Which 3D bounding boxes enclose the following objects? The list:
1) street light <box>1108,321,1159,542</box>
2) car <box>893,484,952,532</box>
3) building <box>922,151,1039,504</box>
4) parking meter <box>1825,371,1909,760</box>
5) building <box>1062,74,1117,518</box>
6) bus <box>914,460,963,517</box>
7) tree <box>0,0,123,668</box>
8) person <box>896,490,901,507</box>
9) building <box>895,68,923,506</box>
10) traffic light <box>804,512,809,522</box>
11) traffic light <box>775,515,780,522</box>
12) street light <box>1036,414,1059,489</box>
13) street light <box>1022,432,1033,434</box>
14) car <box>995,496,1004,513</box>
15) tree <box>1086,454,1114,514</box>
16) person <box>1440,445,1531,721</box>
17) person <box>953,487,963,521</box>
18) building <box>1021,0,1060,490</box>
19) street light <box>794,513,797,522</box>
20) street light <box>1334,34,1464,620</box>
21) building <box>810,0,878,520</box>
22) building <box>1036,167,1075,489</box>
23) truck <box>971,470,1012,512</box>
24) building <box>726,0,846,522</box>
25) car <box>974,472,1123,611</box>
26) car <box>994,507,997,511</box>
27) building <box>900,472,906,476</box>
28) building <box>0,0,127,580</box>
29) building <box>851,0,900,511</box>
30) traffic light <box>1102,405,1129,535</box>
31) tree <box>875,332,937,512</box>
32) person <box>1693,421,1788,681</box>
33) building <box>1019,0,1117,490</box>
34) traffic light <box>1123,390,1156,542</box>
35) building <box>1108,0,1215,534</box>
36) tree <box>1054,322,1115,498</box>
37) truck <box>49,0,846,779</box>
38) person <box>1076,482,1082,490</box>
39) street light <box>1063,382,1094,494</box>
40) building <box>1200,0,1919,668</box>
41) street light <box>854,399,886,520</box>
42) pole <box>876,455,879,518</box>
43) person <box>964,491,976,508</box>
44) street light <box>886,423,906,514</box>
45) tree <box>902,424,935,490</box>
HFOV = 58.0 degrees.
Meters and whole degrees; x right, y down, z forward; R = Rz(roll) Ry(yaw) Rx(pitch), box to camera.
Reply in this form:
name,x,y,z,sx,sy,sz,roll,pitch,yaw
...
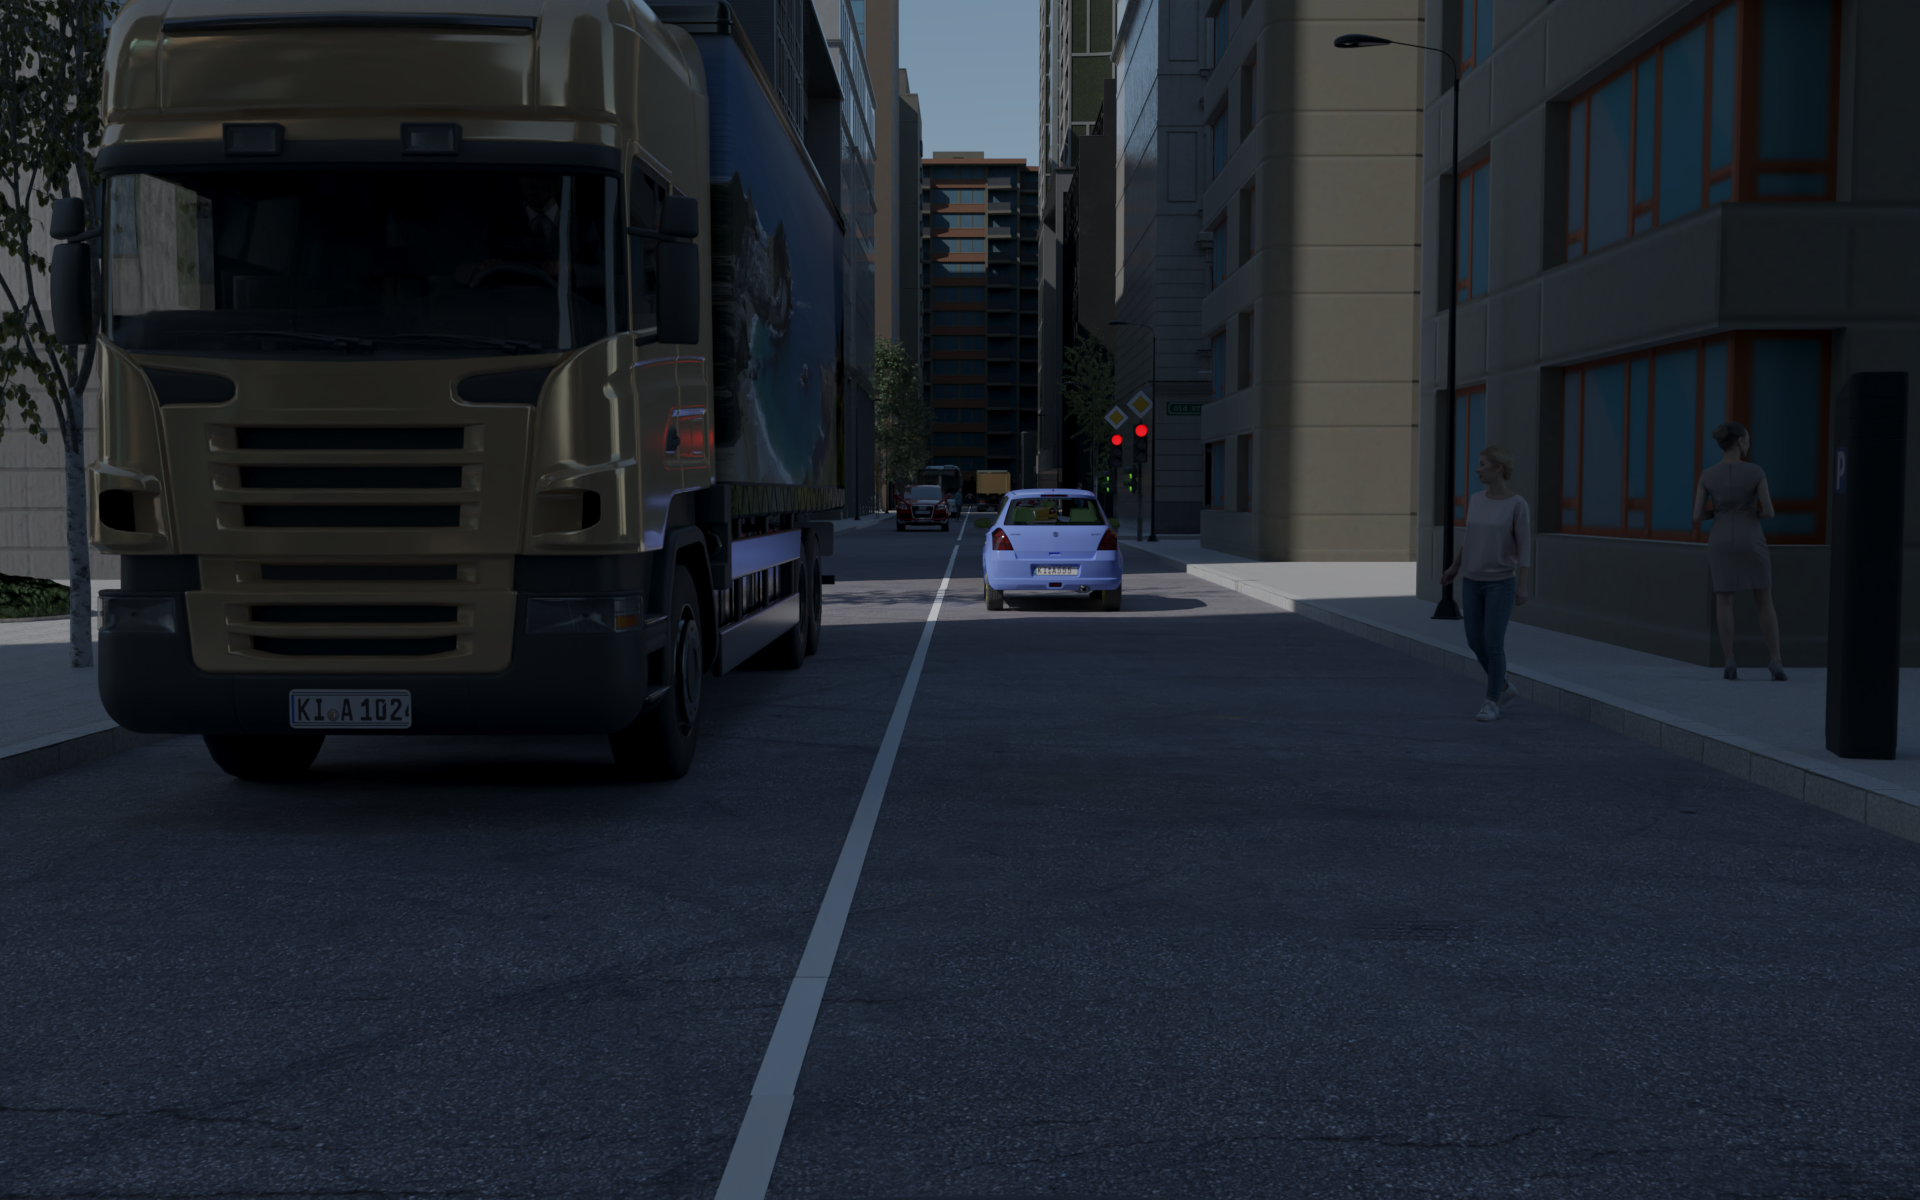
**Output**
name,x,y,z,sx,sy,sz,roll,pitch,yaw
street light,4.659,-4.525,46.530,1.470,5.913,1.316,0,4,0
car,-1.447,-3.615,67.781,2.281,1.827,5.304,0,4,-1
building,-0.871,-34.832,224.133,28.867,44.769,22.147,0,4,0
parking meter,4.444,-0.170,8.499,0.255,1.863,0.399,1,4,15
building,11.991,-16.032,91.793,12.332,23.373,15.834,0,4,0
bus,-1.220,-6.988,109.117,2.948,3.499,13.247,0,4,1
tree,-6.742,-3.801,12.504,4.360,8.622,3.978,0,3,0
person,-6.421,-10.467,177.911,1.217,1.736,0.721,2,4,34
building,-15.075,-34.942,195.001,21.600,48.544,21.300,0,4,0
traffic light,-4.848,-4.030,54.812,0.839,4.253,0.868,0,4,0
traffic light,-4.915,-3.542,46.827,0.839,4.253,0.868,0,4,0
street light,5.150,-7.828,100.536,1.470,5.913,1.316,0,4,0
street light,5.312,-9.608,129.625,1.470,5.913,1.316,0,4,0
car,3.042,-5.408,101.008,1.945,1.354,3.894,0,4,1
tree,6.690,-5.323,81.630,1.663,3.219,1.824,0,3,0
person,3.402,-0.118,11.108,0.598,1.740,0.731,-3,5,-44
person,-0.116,-5.046,91.021,0.620,1.820,0.660,1,4,19
building,17.571,-52.308,167.912,22.319,86.520,31.000,0,4,0
street light,-4.669,-5.025,54.702,1.470,5.913,1.316,0,4,0
street light,4.475,-2.760,17.659,1.470,5.913,1.316,0,4,0
building,-11.075,-19.643,98.663,11.434,29.767,29.804,0,4,0
building,12.699,-18.079,114.652,14.314,24.678,30.058,0,4,0
truck,2.636,-8.860,140.782,3.469,3.379,9.791,0,4,0
building,-12.769,-15.284,68.955,14.314,24.678,30.058,0,4,0
car,1.151,-0.794,22.581,1.945,1.707,3.694,0,3,0
car,3.833,-8.463,150.378,2.014,1.417,4.499,0,4,0
building,-17.227,-33.028,159.617,23.786,49.044,30.456,0,4,0
building,-19.734,-30.100,34.143,28.212,58.520,21.231,0,4,0
building,-11.987,-29.753,136.565,14.600,45.320,14.200,0,4,0
traffic light,4.913,-4.026,54.746,0.839,4.253,0.868,0,4,0
tree,-5.783,-12.577,122.646,9.611,12.733,9.660,0,3,0
person,5.399,-0.341,11.957,0.599,1.781,0.374,2,4,33
building,17.201,-46.232,194.141,20.563,71.187,20.611,0,4,0
traffic light,4.846,-3.538,46.761,0.839,4.253,0.868,0,4,0
building,27.665,-17.458,61.859,44.131,29.872,17.030,0,4,0
tree,6.105,-7.627,75.060,4.737,8.622,4.395,0,3,0
truck,-2.479,-1.419,12.114,2.839,4.237,11.283,0,4,1
person,5.341,-4.358,77.482,0.419,1.800,0.721,0,4,-2
street light,4.989,-6.080,71.956,1.470,5.913,1.316,0,4,0
building,19.480,-11.095,26.444,27.650,21.520,28.899,0,4,0
street light,-4.477,-6.837,84.324,1.470,5.913,1.316,0,4,0
pole,-4.360,-5.961,91.305,0.158,3.312,0.155,0,3,0
person,1.016,-10.031,173.218,1.217,1.736,0.721,0,4,7
street light,-4.251,-8.618,113.449,1.470,5.913,1.316,0,4,0
tree,-4.467,-14.138,181.511,4.360,8.622,3.978,0,3,0
